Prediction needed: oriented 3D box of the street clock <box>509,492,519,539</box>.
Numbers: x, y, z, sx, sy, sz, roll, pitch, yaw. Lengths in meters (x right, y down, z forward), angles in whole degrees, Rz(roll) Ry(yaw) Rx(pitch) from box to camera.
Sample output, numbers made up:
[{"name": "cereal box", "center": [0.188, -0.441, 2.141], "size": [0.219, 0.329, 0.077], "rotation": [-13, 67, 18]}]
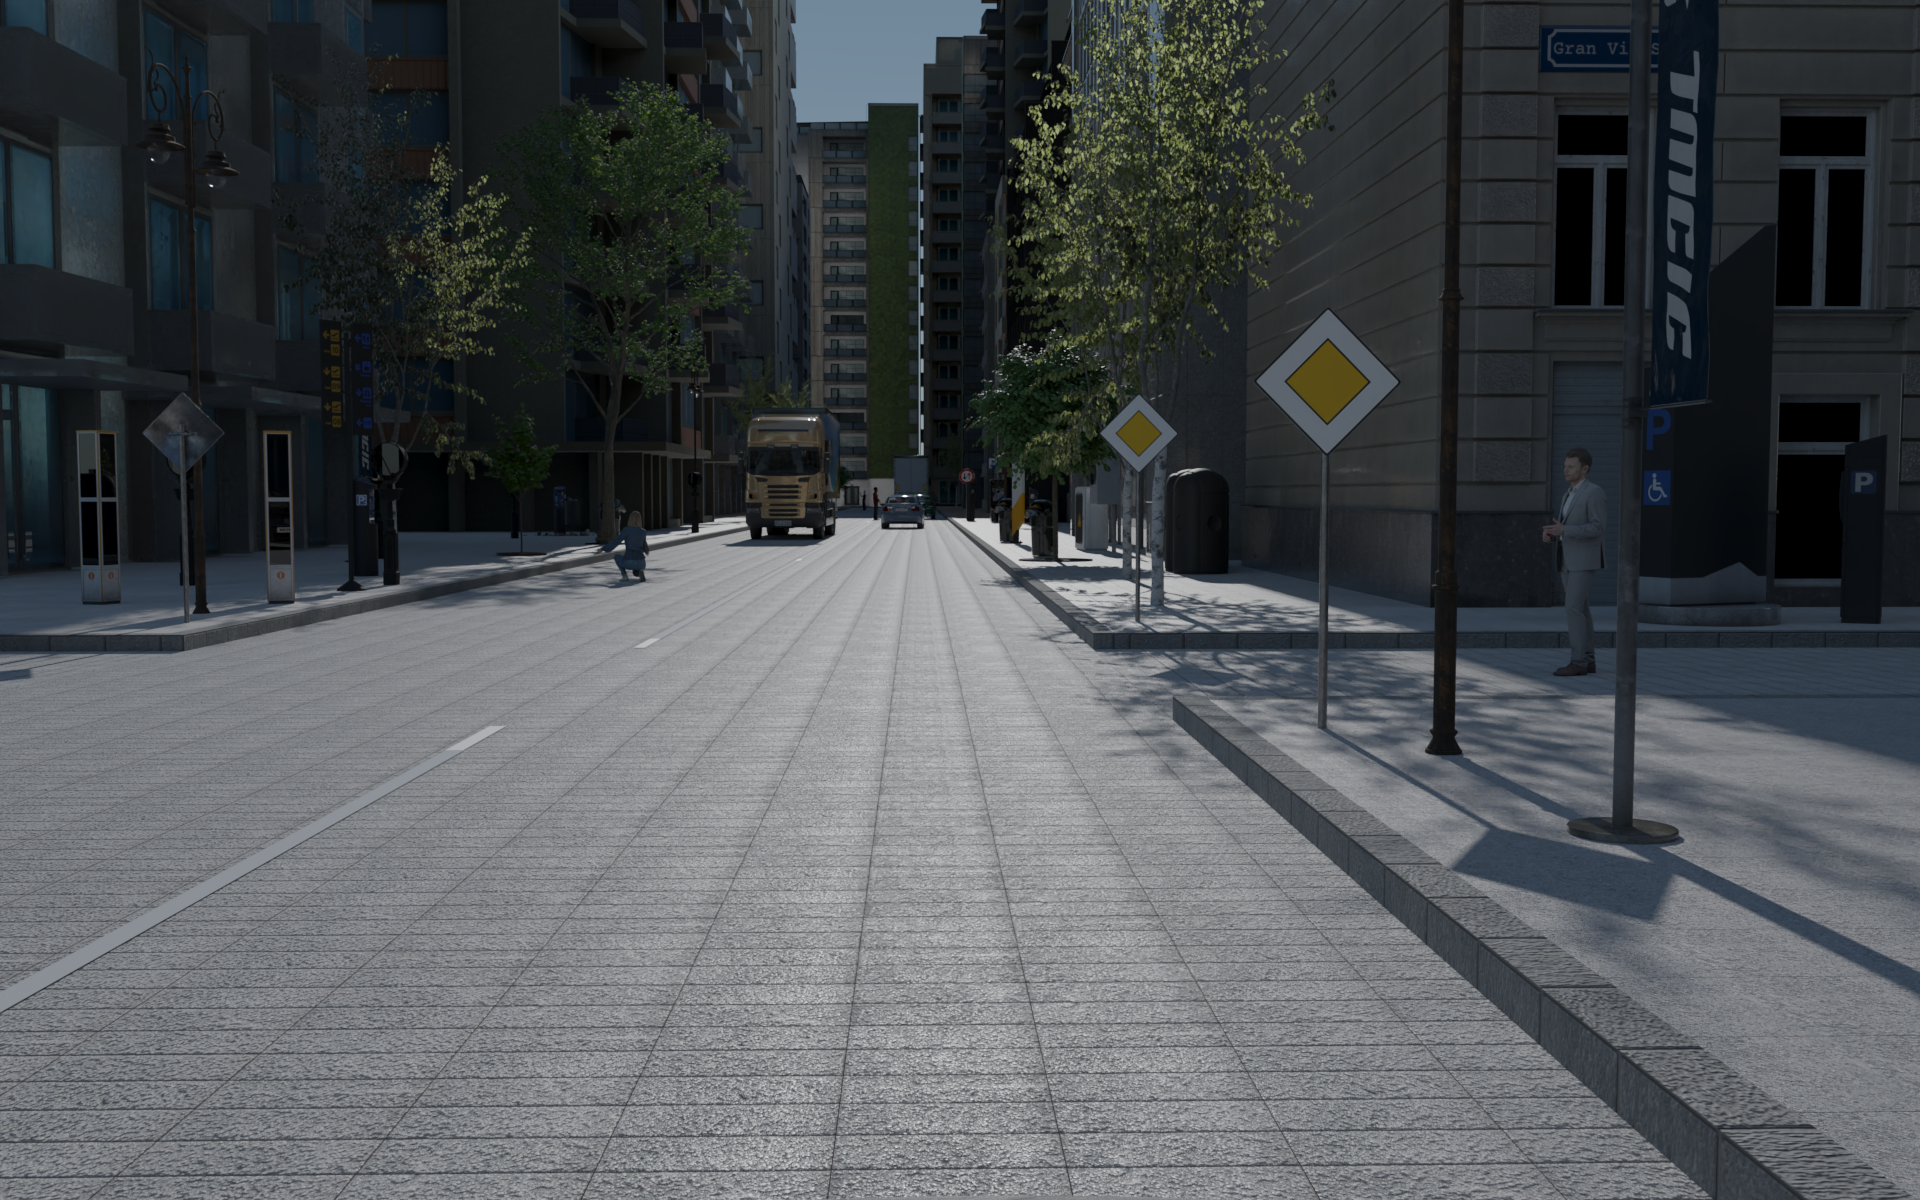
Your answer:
[{"name": "street clock", "center": [-12.852, -2.775, 49.933], "size": [0.358, 2.002, 0.471], "rotation": [-2, 4, -28]}]

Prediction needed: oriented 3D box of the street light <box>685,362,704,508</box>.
[{"name": "street light", "center": [-9.059, -5.288, 59.254], "size": [0.468, 5.910, 1.993], "rotation": [0, 4, -1]}]

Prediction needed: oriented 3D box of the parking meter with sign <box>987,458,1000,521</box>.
[{"name": "parking meter with sign", "center": [1.632, -5.249, 82.083], "size": [0.543, 3.016, 1.738], "rotation": [0, 4, -5]}]

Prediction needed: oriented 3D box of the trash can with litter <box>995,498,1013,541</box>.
[{"name": "trash can with litter", "center": [1.245, -2.175, 46.953], "size": [0.624, 1.170, 1.055], "rotation": [0, 4, 1]}]

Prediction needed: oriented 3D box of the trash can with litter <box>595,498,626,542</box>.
[{"name": "trash can with litter", "center": [-9.235, -2.094, 45.626], "size": [0.624, 1.170, 1.055], "rotation": [0, 4, 5]}]

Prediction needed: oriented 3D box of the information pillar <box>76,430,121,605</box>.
[{"name": "information pillar", "center": [-10.004, -0.956, 20.125], "size": [0.304, 2.012, 0.304], "rotation": [1, 4, 16]}]

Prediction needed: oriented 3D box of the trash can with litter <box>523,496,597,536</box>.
[{"name": "trash can with litter", "center": [-12.264, -2.578, 53.202], "size": [2.233, 1.210, 1.678], "rotation": [0, 4, 1]}]

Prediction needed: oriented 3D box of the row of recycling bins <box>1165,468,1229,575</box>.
[{"name": "row of recycling bins", "center": [3.940, -1.355, 29.265], "size": [1.069, 1.692, 3.534], "rotation": [0, 4, 4]}]

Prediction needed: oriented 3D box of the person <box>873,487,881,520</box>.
[{"name": "person", "center": [-4.651, -5.375, 96.342], "size": [0.705, 1.831, 1.348], "rotation": [-1, 4, -15]}]

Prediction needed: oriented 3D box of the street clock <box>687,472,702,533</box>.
[{"name": "street clock", "center": [-8.783, -3.231, 57.402], "size": [0.471, 2.002, 0.358], "rotation": [2, 4, 32]}]

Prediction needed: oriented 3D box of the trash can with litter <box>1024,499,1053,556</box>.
[{"name": "trash can with litter", "center": [1.702, -1.506, 36.010], "size": [0.624, 1.170, 1.055], "rotation": [1, 4, 10]}]

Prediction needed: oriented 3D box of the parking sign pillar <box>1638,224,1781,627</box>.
[{"name": "parking sign pillar", "center": [7.472, -1.765, 17.327], "size": [1.447, 3.967, 1.447], "rotation": [-2, 4, -24]}]

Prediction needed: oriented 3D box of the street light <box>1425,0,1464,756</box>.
[{"name": "street light", "center": [2.396, -2.178, 8.405], "size": [0.468, 5.910, 1.993], "rotation": [0, 4, -1]}]

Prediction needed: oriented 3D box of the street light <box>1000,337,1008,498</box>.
[{"name": "street light", "center": [1.345, -4.795, 51.183], "size": [0.468, 5.910, 1.993], "rotation": [0, 4, -1]}]

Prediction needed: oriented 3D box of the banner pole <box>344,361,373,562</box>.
[{"name": "banner pole", "center": [-11.359, -2.619, 32.830], "size": [0.401, 3.779, 0.863], "rotation": [1, 4, 15]}]

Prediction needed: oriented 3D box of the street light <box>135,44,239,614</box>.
[{"name": "street light", "center": [-8.150, -2.791, 18.427], "size": [0.468, 5.910, 1.993], "rotation": [0, 4, -1]}]

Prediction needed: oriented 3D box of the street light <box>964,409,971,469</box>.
[{"name": "street light", "center": [0.427, -7.293, 92.022], "size": [0.468, 5.910, 1.993], "rotation": [0, 4, -1]}]

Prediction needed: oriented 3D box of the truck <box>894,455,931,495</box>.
[{"name": "truck", "center": [-3.598, -8.630, 130.015], "size": [2.839, 4.237, 11.283], "rotation": [0, 4, -1]}]

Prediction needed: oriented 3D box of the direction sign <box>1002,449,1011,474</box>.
[{"name": "direction sign", "center": [2.085, -4.690, 68.683], "size": [0.876, 3.537, 0.379], "rotation": [2, 4, 25]}]

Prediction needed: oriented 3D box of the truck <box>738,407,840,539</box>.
[{"name": "truck", "center": [-5.548, -4.247, 58.360], "size": [2.839, 4.237, 11.283], "rotation": [0, 4, -1]}]

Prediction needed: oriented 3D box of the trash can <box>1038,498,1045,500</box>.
[{"name": "trash can", "center": [3.140, -3.622, 70.878], "size": [0.748, 1.137, 0.748], "rotation": [0, 3, 0]}]

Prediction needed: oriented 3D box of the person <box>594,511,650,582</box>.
[{"name": "person", "center": [-5.491, -0.883, 28.428], "size": [1.012, 1.151, 0.738], "rotation": [-2, 4, -26]}]

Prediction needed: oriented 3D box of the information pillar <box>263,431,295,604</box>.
[{"name": "information pillar", "center": [-7.972, -0.965, 20.278], "size": [0.304, 2.012, 0.304], "rotation": [-1, 4, -22]}]

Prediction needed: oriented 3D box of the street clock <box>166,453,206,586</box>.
[{"name": "street clock", "center": [-10.801, -1.202, 24.224], "size": [0.471, 2.002, 0.358], "rotation": [0, 4, 6]}]

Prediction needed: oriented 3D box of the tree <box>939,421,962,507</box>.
[{"name": "tree", "center": [-0.322, -13.390, 169.292], "size": [4.737, 8.622, 4.395], "rotation": [0, 3, 0]}]

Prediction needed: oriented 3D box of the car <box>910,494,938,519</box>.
[{"name": "car", "center": [-2.306, -5.364, 99.503], "size": [2.131, 1.459, 4.920], "rotation": [0, 4, -1]}]

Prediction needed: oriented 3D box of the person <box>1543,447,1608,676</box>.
[{"name": "person", "center": [4.841, -0.311, 13.788], "size": [0.583, 1.804, 0.606], "rotation": [-1, 4, -11]}]

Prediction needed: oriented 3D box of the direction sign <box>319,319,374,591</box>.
[{"name": "direction sign", "center": [-8.084, -1.891, 22.907], "size": [0.379, 3.537, 0.876], "rotation": [2, 4, 27]}]

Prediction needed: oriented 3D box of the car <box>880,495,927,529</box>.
[{"name": "car", "center": [-2.410, -3.744, 73.221], "size": [2.014, 1.417, 4.499], "rotation": [0, 4, 0]}]

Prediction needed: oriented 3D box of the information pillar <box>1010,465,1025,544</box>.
[{"name": "information pillar", "center": [1.506, -3.275, 44.905], "size": [0.183, 3.616, 0.504], "rotation": [-2, 4, -31]}]

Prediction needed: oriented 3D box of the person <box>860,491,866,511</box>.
[{"name": "person", "center": [-8.439, -8.618, 150.214], "size": [0.742, 1.727, 0.445], "rotation": [1, 4, 23]}]

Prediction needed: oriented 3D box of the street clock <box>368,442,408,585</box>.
[{"name": "street clock", "center": [-8.025, -1.213, 24.395], "size": [0.471, 2.002, 0.358], "rotation": [0, 4, -4]}]

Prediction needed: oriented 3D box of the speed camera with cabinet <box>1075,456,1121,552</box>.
[{"name": "speed camera with cabinet", "center": [3.110, -2.748, 39.261], "size": [0.660, 3.252, 2.038], "rotation": [-1, 4, -10]}]

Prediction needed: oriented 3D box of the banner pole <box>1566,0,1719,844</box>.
[{"name": "banner pole", "center": [2.502, -0.989, 6.189], "size": [0.401, 3.779, 0.863], "rotation": [0, 4, -1]}]
